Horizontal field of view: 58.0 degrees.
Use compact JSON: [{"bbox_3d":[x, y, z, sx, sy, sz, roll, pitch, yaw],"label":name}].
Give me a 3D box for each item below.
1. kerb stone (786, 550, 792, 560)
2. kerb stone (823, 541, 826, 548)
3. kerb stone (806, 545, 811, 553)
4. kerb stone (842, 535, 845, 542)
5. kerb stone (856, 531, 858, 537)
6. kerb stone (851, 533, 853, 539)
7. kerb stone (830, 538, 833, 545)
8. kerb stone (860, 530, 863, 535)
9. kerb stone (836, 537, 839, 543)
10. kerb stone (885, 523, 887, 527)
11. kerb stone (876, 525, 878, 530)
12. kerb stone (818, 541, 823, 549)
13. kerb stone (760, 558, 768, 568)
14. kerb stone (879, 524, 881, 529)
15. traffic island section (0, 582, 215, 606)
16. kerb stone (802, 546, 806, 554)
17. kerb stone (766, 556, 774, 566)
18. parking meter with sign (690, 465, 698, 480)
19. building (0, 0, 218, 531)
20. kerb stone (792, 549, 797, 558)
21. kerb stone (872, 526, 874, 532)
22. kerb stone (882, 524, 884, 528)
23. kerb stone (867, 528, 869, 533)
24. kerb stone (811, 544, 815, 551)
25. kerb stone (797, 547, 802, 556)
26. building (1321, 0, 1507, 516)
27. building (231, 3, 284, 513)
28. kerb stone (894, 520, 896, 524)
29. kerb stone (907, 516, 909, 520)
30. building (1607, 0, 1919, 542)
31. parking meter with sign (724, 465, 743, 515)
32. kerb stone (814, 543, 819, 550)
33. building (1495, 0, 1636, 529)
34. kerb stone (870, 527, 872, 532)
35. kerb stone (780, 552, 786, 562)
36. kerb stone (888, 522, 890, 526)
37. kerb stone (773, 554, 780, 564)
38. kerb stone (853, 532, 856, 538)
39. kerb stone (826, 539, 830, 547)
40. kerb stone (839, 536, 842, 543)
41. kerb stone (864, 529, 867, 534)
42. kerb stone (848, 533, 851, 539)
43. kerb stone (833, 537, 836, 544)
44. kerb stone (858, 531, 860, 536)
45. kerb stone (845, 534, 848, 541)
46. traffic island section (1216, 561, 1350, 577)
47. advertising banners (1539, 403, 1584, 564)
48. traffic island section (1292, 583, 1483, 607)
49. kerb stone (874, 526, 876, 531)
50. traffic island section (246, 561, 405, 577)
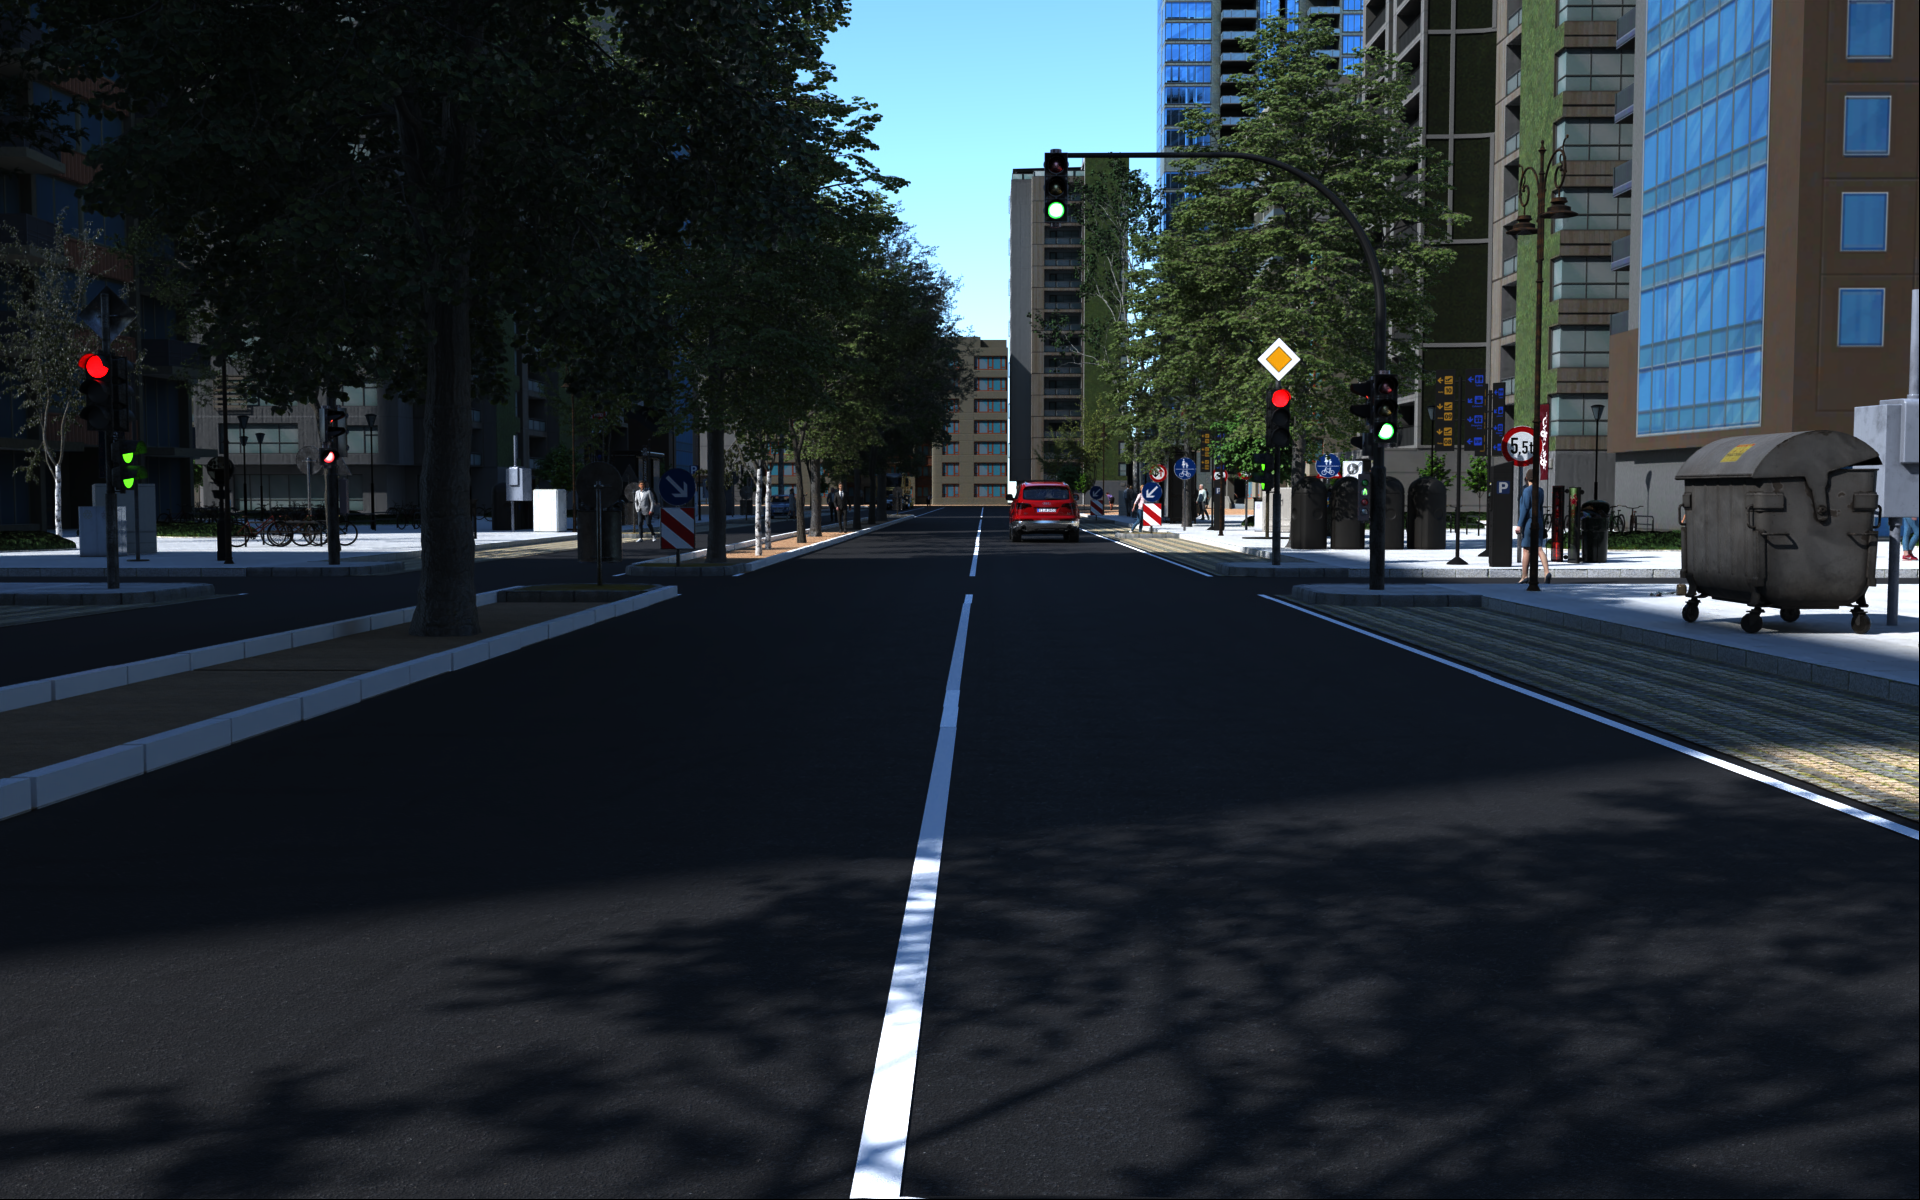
[{"bbox_3d":[-3.824,-0.941,37.585,0.120,0.150,1.000,0,4,1],"label":"kerb stone"},{"bbox_3d":[-3.711,-1.439,45.769,0.120,0.150,1.000,0,4,1],"label":"kerb stone"},{"bbox_3d":[-3.764,-1.192,41.681,0.120,0.150,1.000,0,4,1],"label":"kerb stone"},{"bbox_3d":[-3.615,-1.816,51.927,0.120,0.150,1.000,0,4,1],"label":"kerb stone"},{"bbox_3d":[-3.543,-2.132,57.053,0.120,0.150,1.000,0,4,1],"label":"kerb stone"},{"bbox_3d":[-3.572,-2.004,55.009,0.120,0.150,1.000,0,4,1],"label":"kerb stone"},{"bbox_3d":[-3.677,-1.560,47.815,0.120,0.150,1.000,0,4,1],"label":"kerb stone"},{"bbox_3d":[-3.502,-2.257,59.104,0.120,0.150,1.000,0,4,1],"label":"kerb stone"},{"bbox_3d":[-3.646,-1.693,49.878,0.120,0.150,1.000,0,4,1],"label":"kerb stone"},{"bbox_3d":[-3.302,-3.136,73.466,0.120,0.150,1.000,0,4,1],"label":"kerb stone"},{"bbox_3d":[-3.393,-2.760,67.318,0.120,0.150,1.000,0,4,1],"label":"kerb stone"},{"bbox_3d":[-3.722,-1.378,44.747,0.120,0.150,1.000,0,4,1],"label":"kerb stone"},{"bbox_3d":[-3.888,-0.686,33.485,0.120,0.150,1.000,0,4,1],"label":"kerb stone"},{"bbox_3d":[-3.364,-2.885,69.370,0.120,0.150,1.000,0,4,1],"label":"kerb stone"},{"bbox_3d":[-11.524,-0.077,23.546,2.009,0.180,2.903,0,4,1],"label":"traffic island section"},{"bbox_3d":[-3.782,-1.126,40.659,0.120,0.150,1.000,0,4,1],"label":"kerb stone"},{"bbox_3d":[-3.870,-0.753,34.507,0.120,0.150,1.000,0,4,1],"label":"kerb stone"},{"bbox_3d":[-16.348,-6.620,104.493,0.543,3.016,1.738,1,4,13],"label":"parking meter with sign"},{"bbox_3d":[-39.850,-24.711,58.653,22.147,44.769,28.867,0,4,1],"label":"building"},{"bbox_3d":[-3.808,-1.002,38.611,0.120,0.150,1.000,0,4,1],"label":"kerb stone"},{"bbox_3d":[-3.419,-2.633,65.265,0.120,0.150,1.000,0,4,1],"label":"kerb stone"},{"bbox_3d":[-3.340,-3.010,71.415,0.120,0.150,1.000,0,4,1],"label":"kerb stone"},{"bbox_3d":[-3.469,-2.443,62.188,0.120,0.150,1.000,0,4,1],"label":"kerb stone"},{"bbox_3d":[-3.755,-1.251,42.703,0.120,0.150,1.000,0,4,1],"label":"kerb stone"},{"bbox_3d":[-3.798,-1.067,39.633,0.120,0.150,1.000,0,4,1],"label":"kerb stone"},{"bbox_3d":[32.278,-40.125,94.299,20.563,71.187,20.611,0,4,1],"label":"building"},{"bbox_3d":[-34.026,-25.367,98.352,14.154,41.232,14.086,0,4,1],"label":"building"},{"bbox_3d":[-3.199,-3.575,80.646,0.120,0.150,1.000,0,4,1],"label":"kerb stone"},{"bbox_3d":[-3.010,-4.386,93.965,0.120,0.150,1.000,0,4,1],"label":"kerb stone"},{"bbox_3d":[29.329,-24.559,51.644,14.200,45.320,14.600,0,4,1],"label":"building"},{"bbox_3d":[-13.951,-6.604,104.240,1.738,3.016,0.543,-1,4,-13],"label":"parking meter with sign"},{"bbox_3d":[-3.736,-1.307,43.725,0.120,0.150,1.000,0,4,1],"label":"kerb stone"},{"bbox_3d":[29.229,-23.631,69.954,14.154,41.232,14.086,0,4,1],"label":"building"},{"bbox_3d":[-3.444,-2.567,64.243,0.120,0.150,1.000,0,4,1],"label":"kerb stone"},{"bbox_3d":[-3.840,-0.878,36.557,0.120,0.150,1.000,0,4,1],"label":"kerb stone"},{"bbox_3d":[-3.271,-3.261,75.513,0.120,0.150,1.000,0,4,1],"label":"kerb stone"},{"bbox_3d":[-3.857,-0.816,35.535,0.120,0.150,1.000,0,4,1],"label":"kerb stone"},{"bbox_3d":[-3.552,-2.069,56.031,0.120,0.150,1.000,0,4,1],"label":"kerb stone"},{"bbox_3d":[-3.694,-1.502,46.792,0.120,0.150,1.000,0,4,1],"label":"kerb stone"},{"bbox_3d":[-3.629,-1.756,50.900,0.120,0.150,1.000,0,4,1],"label":"kerb stone"},{"bbox_3d":[-3.480,-2.381,61.155,0.120,0.150,1.000,0,4,1],"label":"kerb stone"},{"bbox_3d":[-3.578,-1.944,53.983,0.120,0.150,1.000,0,4,1],"label":"kerb stone"},{"bbox_3d":[-3.664,-1.630,48.853,0.120,0.150,1.000,0,4,1],"label":"kerb stone"},{"bbox_3d":[-3.524,-2.191,58.075,0.120,0.150,1.000,0,4,1],"label":"kerb stone"},{"bbox_3d":[-3.597,-1.881,52.956,0.120,0.150,1.000,0,4,1],"label":"kerb stone"},{"bbox_3d":[5.731,-0.550,31.278,2.009,0.180,2.903,0,4,1],"label":"traffic island section"},{"bbox_3d":[11.323,-2.235,32.729,0.090,3.025,2.074,0,4,-4],"label":"advertising banners"},{"bbox_3d":[5.616,-0.062,23.294,2.009,0.180,2.903,0,4,1],"label":"traffic island section"},{"bbox_3d":[-3.409,-2.697,66.289,0.120,0.150,1.000,0,4,1],"label":"kerb stone"},{"bbox_3d":[-11.408,-0.566,31.530,2.009,0.180,2.903,0,4,1],"label":"traffic island section"}]
